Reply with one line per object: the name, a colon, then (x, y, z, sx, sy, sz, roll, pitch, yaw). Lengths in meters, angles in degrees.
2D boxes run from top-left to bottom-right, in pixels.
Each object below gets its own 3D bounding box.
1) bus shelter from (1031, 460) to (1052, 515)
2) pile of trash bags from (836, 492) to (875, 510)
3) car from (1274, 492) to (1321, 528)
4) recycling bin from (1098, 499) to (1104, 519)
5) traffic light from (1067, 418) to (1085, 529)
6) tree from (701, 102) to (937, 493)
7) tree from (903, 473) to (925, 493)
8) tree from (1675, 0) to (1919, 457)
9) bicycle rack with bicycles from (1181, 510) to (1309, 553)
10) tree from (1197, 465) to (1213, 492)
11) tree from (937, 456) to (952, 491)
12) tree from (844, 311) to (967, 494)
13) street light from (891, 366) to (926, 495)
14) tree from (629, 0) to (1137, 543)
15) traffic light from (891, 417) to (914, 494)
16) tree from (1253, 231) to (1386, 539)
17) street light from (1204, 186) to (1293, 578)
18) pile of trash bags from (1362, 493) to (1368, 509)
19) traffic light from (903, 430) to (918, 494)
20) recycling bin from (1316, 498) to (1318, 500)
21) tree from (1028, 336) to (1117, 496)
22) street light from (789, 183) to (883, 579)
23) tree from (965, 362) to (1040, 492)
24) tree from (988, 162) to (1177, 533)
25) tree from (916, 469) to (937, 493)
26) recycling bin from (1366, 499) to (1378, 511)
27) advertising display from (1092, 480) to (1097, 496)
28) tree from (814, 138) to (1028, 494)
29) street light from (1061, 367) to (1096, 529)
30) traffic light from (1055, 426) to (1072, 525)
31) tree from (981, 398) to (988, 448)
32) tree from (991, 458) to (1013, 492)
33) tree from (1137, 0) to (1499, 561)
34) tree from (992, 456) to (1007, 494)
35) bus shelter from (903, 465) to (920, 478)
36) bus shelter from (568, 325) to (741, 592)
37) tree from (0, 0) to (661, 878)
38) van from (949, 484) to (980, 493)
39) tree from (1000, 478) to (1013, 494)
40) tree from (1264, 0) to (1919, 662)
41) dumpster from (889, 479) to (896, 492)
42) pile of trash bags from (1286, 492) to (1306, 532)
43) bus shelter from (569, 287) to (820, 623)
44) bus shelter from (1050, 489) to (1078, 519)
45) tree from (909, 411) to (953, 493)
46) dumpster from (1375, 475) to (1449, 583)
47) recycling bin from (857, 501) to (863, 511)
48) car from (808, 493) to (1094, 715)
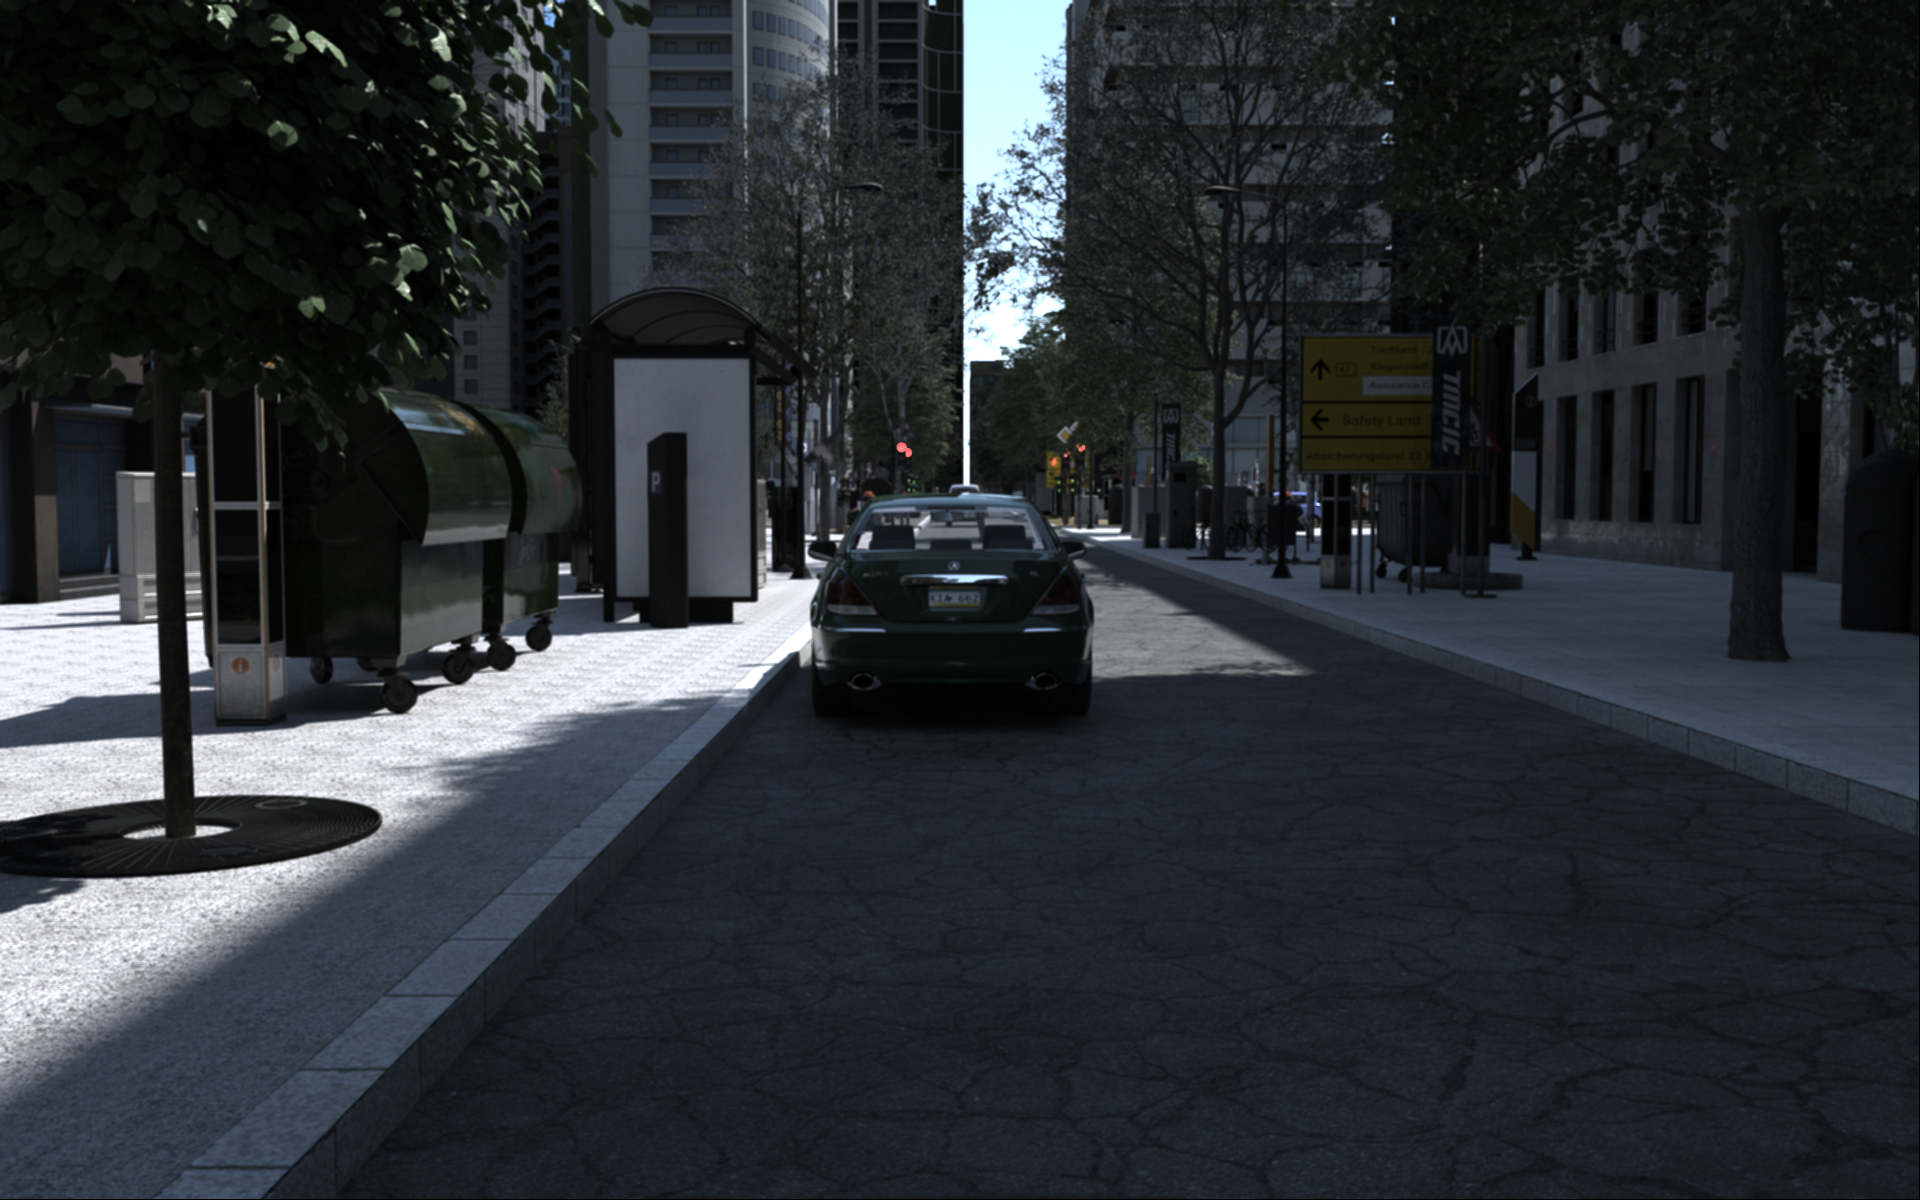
bus shelter: (5.295, -6.628, 102.296, 2.014, 3.302, 5.546, 0, 4, 0)
pile of trash bags: (-5.227, -5.398, 98.010, 3.447, 1.369, 1.912, 2, 4, 31)
car: (12.592, -3.629, 68.926, 3.694, 1.707, 1.945, 0, 3, 0)
recycling bin: (7.313, -4.712, 89.599, 0.722, 1.027, 0.722, 2, 4, 31)
traffic light: (4.359, -4.552, 63.352, 0.839, 4.253, 0.868, 0, 4, 0)
tree: (-3.122, -5.084, 33.487, 4.360, 8.622, 3.978, 0, 3, 0)
tree: (-3.239, -7.770, 121.641, 1.663, 3.219, 1.824, 0, 3, 0)
tree: (10.542, -4.252, 19.880, 4.737, 8.622, 4.395, 0, 3, 0)
bicycle rack with bicycles: (6.567, -1.562, 38.915, 2.852, 0.926, 2.925, -1, 4, -15)
tree: (16.601, -7.517, 117.497, 1.663, 3.219, 1.824, 0, 3, 0)
tree: (-3.140, -15.991, 211.820, 4.360, 8.622, 3.978, 0, 3, 0)
tree: (-3.346, -11.447, 105.281, 7.486, 12.596, 7.792, 0, 3, 0)
street light: (-1.917, -5.536, 63.053, 1.470, 5.913, 1.316, 0, 4, 0)
tree: (-3.513, -8.280, 45.754, 12.009, 13.543, 11.850, 0, 3, 0)
traffic light: (-2.102, -4.550, 63.310, 0.839, 4.253, 0.868, 0, 4, 0)
tree: (10.043, -6.039, 49.107, 4.360, 8.622, 3.978, 0, 3, 0)
street light: (4.379, -3.289, 26.324, 1.470, 5.913, 1.316, 0, 4, 0)
pile of trash bags: (22.597, -5.722, 103.302, 3.447, 1.369, 1.912, 0, 4, 5)
traffic light: (-2.135, -5.038, 71.295, 0.839, 4.253, 0.868, 0, 4, 0)
recycling bin: (22.674, -6.049, 111.454, 0.722, 1.027, 0.722, 2, 4, 26)
tree: (5.271, -7.739, 76.891, 4.737, 8.622, 4.395, 0, 3, 0)
street light: (-1.857, -3.270, 26.007, 1.470, 5.913, 1.316, 0, 4, 0)
tree: (5.347, -15.805, 165.060, 9.857, 13.997, 8.962, 0, 3, 0)
tree: (5.875, -8.497, 57.055, 7.486, 12.596, 7.792, 0, 3, 0)
tree: (-3.755, -10.977, 163.190, 4.285, 4.588, 4.351, 0, 3, 0)
recycling bin: (23.205, -5.177, 97.203, 0.722, 1.027, 0.722, 0, 4, 5)
advertising display: (6.190, -4.594, 80.319, 0.123, 1.923, 0.974, 0, 4, -7)
tree: (-2.421, -14.333, 90.231, 12.611, 20.169, 13.585, 0, 3, 0)
street light: (4.261, -5.553, 63.339, 1.470, 5.913, 1.316, 0, 4, 0)
traffic light: (4.326, -5.041, 71.337, 0.839, 4.253, 0.868, 0, 4, 0)
tree: (5.301, -11.741, 110.086, 7.486, 12.596, 7.792, 0, 3, 0)
tree: (5.067, -15.483, 203.511, 4.360, 8.622, 3.978, 0, 3, 0)
tree: (5.148, -7.531, 33.503, 12.009, 13.543, 11.850, 0, 3, 0)
tree: (4.654, -14.258, 183.487, 4.737, 8.622, 4.395, 0, 3, 0)
bus shelter: (-4.023, -8.901, 136.814, 1.731, 3.624, 6.357, 0, 4, 0)
bus shelter: (-4.276, -2.103, 25.660, 1.731, 3.624, 6.357, 0, 4, 0)
tree: (-2.842, -1.387, 6.384, 4.285, 4.588, 4.351, 0, 3, 0)
van: (0.210, -4.283, 77.040, 2.013, 2.044, 4.112, 0, 4, 0)
tree: (5.196, -11.137, 176.698, 1.663, 3.219, 1.824, 0, 3, 0)
tree: (5.798, -5.805, 13.034, 7.486, 12.596, 7.792, 0, 3, 0)
dumpster: (-4.800, -6.838, 114.297, 1.502, 2.255, 1.985, 0, 4, 0)
pile of trash bags: (11.275, -3.114, 60.660, 1.912, 1.369, 3.447, 1, 4, 15)
bus shelter: (-2.814, -1.578, 19.720, 2.014, 3.302, 5.546, 0, 4, 0)
bus shelter: (5.887, -7.156, 94.628, 2.179, 5.291, 8.768, 0, 3, 0)
tree: (-2.972, -11.991, 146.408, 4.737, 8.622, 4.395, 0, 3, 0)
dumpster: (6.923, -1.215, 25.616, 1.264, 1.857, 1.865, 0, 4, 0)
recycling bin: (-3.325, -3.140, 63.886, 0.722, 1.027, 0.722, -2, 4, -29)
car: (-0.085, -0.054, 12.679, 2.131, 1.459, 4.920, 0, 4, -1)
